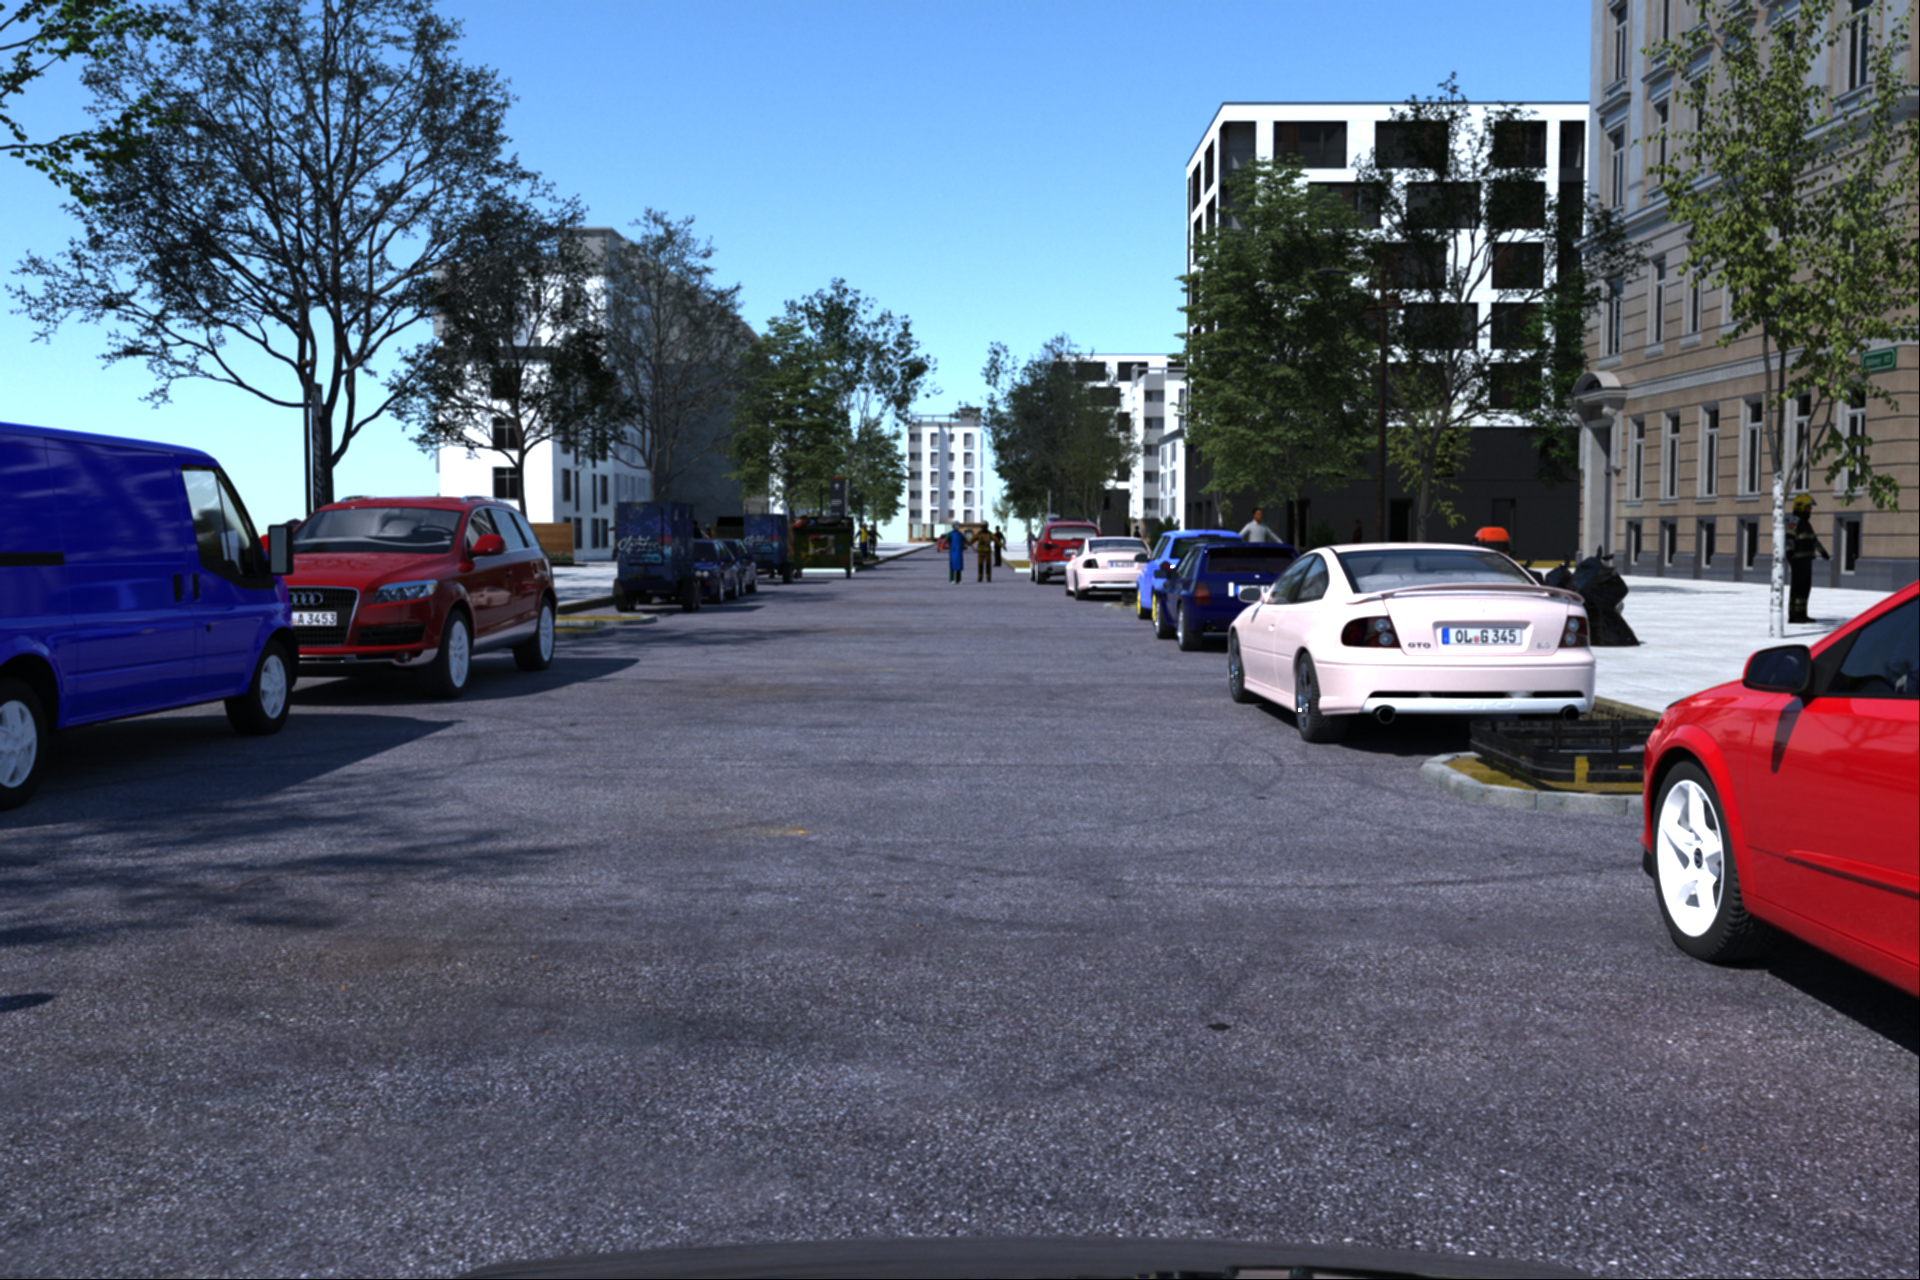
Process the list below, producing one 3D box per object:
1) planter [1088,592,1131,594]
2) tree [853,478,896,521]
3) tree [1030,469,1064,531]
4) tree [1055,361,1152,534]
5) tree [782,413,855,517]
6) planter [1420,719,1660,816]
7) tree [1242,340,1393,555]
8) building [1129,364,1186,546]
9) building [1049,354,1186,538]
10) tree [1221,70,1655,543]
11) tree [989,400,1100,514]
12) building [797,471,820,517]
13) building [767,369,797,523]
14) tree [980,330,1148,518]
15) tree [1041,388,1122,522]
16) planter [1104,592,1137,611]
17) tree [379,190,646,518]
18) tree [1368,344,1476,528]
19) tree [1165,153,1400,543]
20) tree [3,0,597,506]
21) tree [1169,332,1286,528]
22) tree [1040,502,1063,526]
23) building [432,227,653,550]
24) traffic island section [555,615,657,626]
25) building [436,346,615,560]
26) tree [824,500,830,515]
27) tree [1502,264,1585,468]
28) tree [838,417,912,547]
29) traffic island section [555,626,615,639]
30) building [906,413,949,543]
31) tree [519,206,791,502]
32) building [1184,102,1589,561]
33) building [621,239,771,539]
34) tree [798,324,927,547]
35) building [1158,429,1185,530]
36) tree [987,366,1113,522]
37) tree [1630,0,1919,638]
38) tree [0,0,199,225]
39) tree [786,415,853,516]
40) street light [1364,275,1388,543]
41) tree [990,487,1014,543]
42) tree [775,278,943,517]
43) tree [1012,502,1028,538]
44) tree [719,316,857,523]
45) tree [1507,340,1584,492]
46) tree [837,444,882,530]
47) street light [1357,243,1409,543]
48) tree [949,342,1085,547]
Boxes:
[{"bbox_3d":[3.861,-1.318,42.695,1.991,0.319,1.994,0,4,1],"label":"planter"},{"bbox_3d":[-12.880,-20.007,261.531,7.601,10.594,8.767,1,4,9],"label":"tree"},{"bbox_3d":[7.295,-11.588,139.830,4.737,8.622,4.395,0,3,0],"label":"tree"},{"bbox_3d":[5.941,-7.544,73.703,4.360,8.622,3.978,0,3,0],"label":"tree"},{"bbox_3d":[-8.449,-9.166,100.221,4.737,8.622,4.395,0,3,0],"label":"tree"},{"bbox_3d":[3.698,0.694,9.800,1.991,0.319,1.994,0,3,0],"label":"planter"},{"bbox_3d":[14.574,-8.526,73.818,8.767,10.594,7.601,2,4,30],"label":"tree"},{"bbox_3d":[24.126,-20.570,192.738,16.016,20.090,11.380,0,4,1],"label":"building"},{"bbox_3d":[24.802,-22.564,212.898,27.936,21.610,32.646,0,4,1],"label":"building"},{"bbox_3d":[9.593,-6.210,35.950,8.767,10.594,7.601,1,4,12],"label":"tree"},{"bbox_3d":[6.284,-11.381,120.495,7.601,10.594,8.767,2,4,34],"label":"tree"},{"bbox_3d":[-22.798,-17.523,228.652,9.099,9.664,28.070,0,4,1],"label":"building"},{"bbox_3d":[-24.818,-20.899,198.119,16.016,20.090,11.380,0,4,-1],"label":"building"},{"bbox_3d":[6.405,-11.939,105.571,12.009,13.543,11.850,0,3,0],"label":"tree"},{"bbox_3d":[6.501,-8.360,87.043,4.360,8.622,3.978,0,3,0],"label":"tree"},{"bbox_3d":[3.764,-0.731,33.085,1.991,0.319,1.994,0,4,1],"label":"planter"},{"bbox_3d":[-12.354,-6.933,47.761,7.601,10.594,8.767,-1,4,-21],"label":"tree"},{"bbox_3d":[17.436,-7.020,65.141,4.737,8.622,4.395,0,3,0],"label":"tree"},{"bbox_3d":[9.766,-8.209,52.350,7.486,12.596,7.792,0,3,0],"label":"tree"},{"bbox_3d":[-12.094,-7.502,33.027,12.009,13.543,11.850,0,3,0],"label":"tree"},{"bbox_3d":[9.816,-6.920,63.499,4.737,8.622,4.395,0,3,0],"label":"tree"},{"bbox_3d":[7.742,-12.621,156.718,4.737,8.622,4.395,0,3,0],"label":"tree"},{"bbox_3d":[-26.485,-15.390,108.039,16.016,20.090,11.380,0,4,0],"label":"building"},{"bbox_3d":[-5.963,-0.306,27.875,1.991,0.108,1.994,0,4,1],"label":"traffic island section"},{"bbox_3d":[-22.694,-9.134,91.484,9.099,9.664,28.070,0,3,0],"label":"building"},{"bbox_3d":[-21.010,-19.708,256.630,7.601,10.594,8.767,0,4,1],"label":"tree"},{"bbox_3d":[24.470,-8.538,65.352,9.928,11.665,9.643,0,3,0],"label":"tree"},{"bbox_3d":[-8.362,-15.257,167.581,7.486,12.596,7.792,0,3,0],"label":"tree"},{"bbox_3d":[-5.973,-0.100,24.494,1.991,0.108,1.994,0,4,1],"label":"traffic island section"},{"bbox_3d":[-7.717,-24.662,262.099,11.380,20.090,16.016,0,4,-1],"label":"building"},{"bbox_3d":[-11.303,-9.407,64.179,12.009,13.543,11.850,0,3,0],"label":"tree"},{"bbox_3d":[26.480,-15.570,98.541,27.936,21.610,32.646,0,4,0],"label":"building"},{"bbox_3d":[-25.098,-18.547,134.180,19.493,23.208,18.063,0,4,0],"label":"building"},{"bbox_3d":[-8.874,-18.174,153.030,12.611,20.169,13.585,0,3,0],"label":"tree"},{"bbox_3d":[21.887,-12.012,138.537,9.099,9.664,28.070,0,4,0],"label":"building"},{"bbox_3d":[7.019,-13.706,130.749,9.857,13.997,8.962,0,3,0],"label":"tree"},{"bbox_3d":[10.184,-4.314,20.900,4.737,8.622,4.395,0,3,0],"label":"tree"},{"bbox_3d":[-11.627,-5.588,17.125,9.928,11.665,9.643,0,3,0],"label":"tree"},{"bbox_3d":[-7.953,-9.562,106.694,4.360,8.622,3.978,0,3,0],"label":"tree"},{"bbox_3d":[7.997,-3.541,30.433,1.470,5.913,1.316,0,3,0],"label":"street light"},{"bbox_3d":[6.598,-18.708,256.236,4.737,8.622,4.395,0,3,0],"label":"tree"},{"bbox_3d":[-7.602,-16.536,126.253,12.611,20.169,13.585,0,3,0],"label":"tree"},{"bbox_3d":[9.988,-19.043,261.715,4.737,8.622,4.395,0,3,0],"label":"tree"},{"bbox_3d":[-9.110,-10.571,90.955,7.486,12.596,7.792,0,3,0],"label":"tree"},{"bbox_3d":[28.953,-8.708,76.791,8.767,10.594,7.601,-1,4,-21],"label":"tree"},{"bbox_3d":[-8.661,-11.564,139.434,4.737,8.622,4.395,0,3,0],"label":"tree"},{"bbox_3d":[6.761,-3.367,27.837,0.468,5.910,1.993,0,3,0],"label":"street light"},{"bbox_3d":[5.751,-19.288,171.246,12.611,20.169,13.585,0,3,0],"label":"tree"}]
